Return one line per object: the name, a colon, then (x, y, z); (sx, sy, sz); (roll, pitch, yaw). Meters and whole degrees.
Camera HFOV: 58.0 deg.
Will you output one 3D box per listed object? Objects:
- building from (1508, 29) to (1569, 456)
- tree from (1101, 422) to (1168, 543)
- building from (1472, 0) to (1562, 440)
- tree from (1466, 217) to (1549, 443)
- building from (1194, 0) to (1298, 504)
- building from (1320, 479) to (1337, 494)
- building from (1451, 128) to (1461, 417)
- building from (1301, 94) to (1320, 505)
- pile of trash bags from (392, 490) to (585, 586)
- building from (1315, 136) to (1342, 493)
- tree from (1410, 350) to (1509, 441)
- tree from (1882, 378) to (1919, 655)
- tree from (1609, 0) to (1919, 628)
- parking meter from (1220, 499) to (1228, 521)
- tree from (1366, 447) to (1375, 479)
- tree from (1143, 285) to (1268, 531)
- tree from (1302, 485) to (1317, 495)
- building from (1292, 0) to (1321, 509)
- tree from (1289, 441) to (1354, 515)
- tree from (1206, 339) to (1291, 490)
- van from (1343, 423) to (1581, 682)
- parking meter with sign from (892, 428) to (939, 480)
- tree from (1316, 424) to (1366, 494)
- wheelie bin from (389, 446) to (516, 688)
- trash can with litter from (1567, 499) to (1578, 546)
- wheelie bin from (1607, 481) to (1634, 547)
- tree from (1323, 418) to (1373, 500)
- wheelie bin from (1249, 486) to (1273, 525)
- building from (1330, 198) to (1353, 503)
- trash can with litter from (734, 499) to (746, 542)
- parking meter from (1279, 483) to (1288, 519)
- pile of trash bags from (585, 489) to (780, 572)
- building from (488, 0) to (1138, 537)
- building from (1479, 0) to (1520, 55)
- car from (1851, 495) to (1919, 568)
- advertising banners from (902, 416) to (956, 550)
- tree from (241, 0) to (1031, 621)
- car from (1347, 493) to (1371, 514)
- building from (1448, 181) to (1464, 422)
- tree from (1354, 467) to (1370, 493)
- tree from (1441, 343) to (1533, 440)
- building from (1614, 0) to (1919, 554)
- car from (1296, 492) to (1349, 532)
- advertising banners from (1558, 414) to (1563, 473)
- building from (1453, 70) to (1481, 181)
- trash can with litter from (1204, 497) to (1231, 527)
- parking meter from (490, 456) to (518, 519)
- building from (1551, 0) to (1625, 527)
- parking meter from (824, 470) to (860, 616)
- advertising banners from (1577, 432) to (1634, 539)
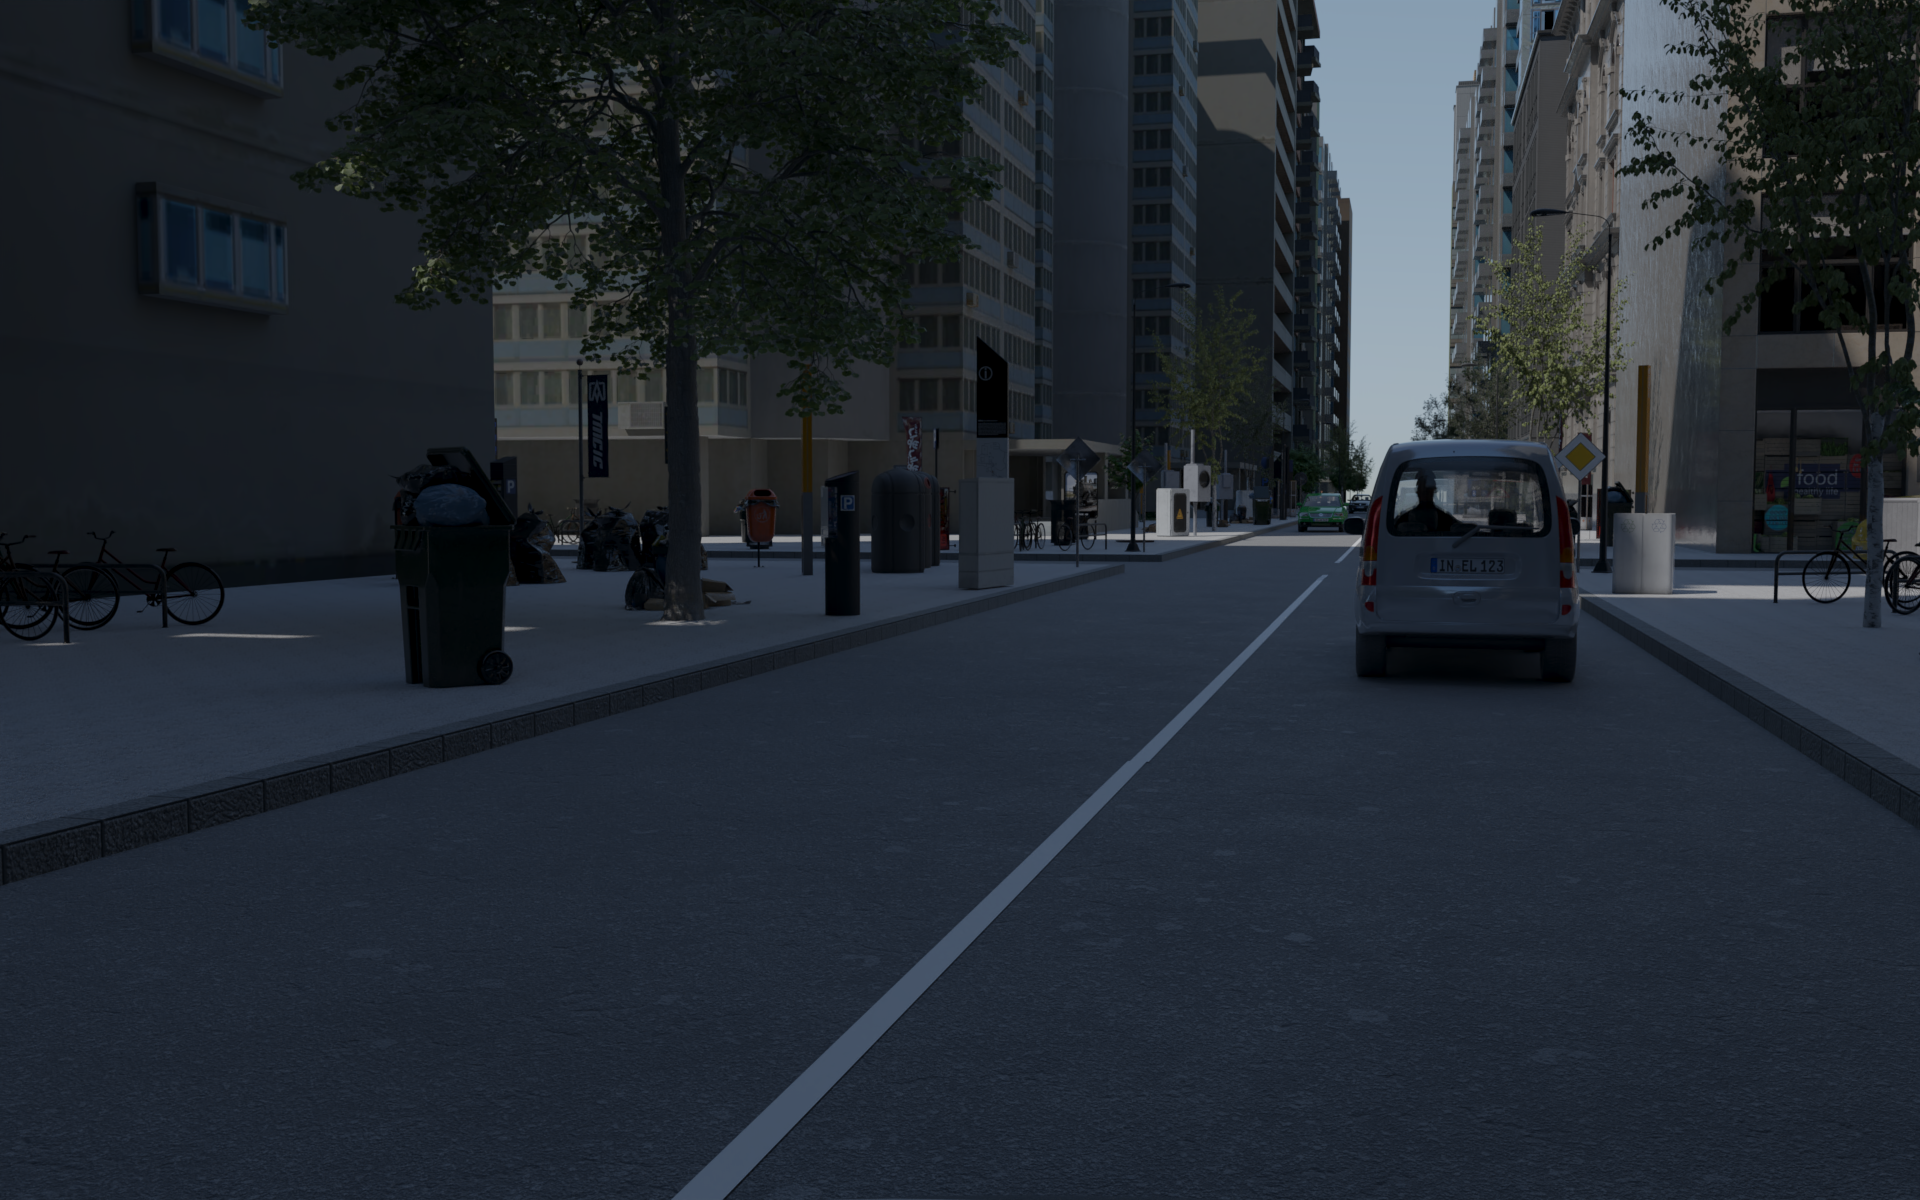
building: (38.002, -18.408, 94.485); (14.314, 27.812, 24.014); (1, 4, 14)
tree: (4.531, -3.150, 46.109); (1.663, 3.219, 1.824); (0, 3, 0)
building: (51.348, -50.014, 130.399); (22.319, 86.520, 31.000); (1, 4, 14)
tree: (15.808, -5.881, 46.518); (4.737, 8.622, 4.395); (0, 3, 0)
building: (12.518, -30.595, 123.929); (21.300, 48.544, 21.600); (1, 4, 14)
building: (29.300, -31.652, 209.390); (32.217, 40.220, 23.993); (1, 4, 14)
building: (69.766, -35.723, 203.671); (23.786, 49.044, 30.456); (1, 4, 14)
building: (27.496, -29.724, 169.580); (14.154, 41.232, 14.086); (1, 4, 14)
pile of trash bags: (-7.326, -0.953, 25.331); (3.447, 1.369, 1.912); (3, 5, 44)
building: (39.822, -37.623, 234.749); (23.786, 49.044, 30.456); (1, 4, 14)
tree: (33.485, -10.942, 113.320); (8.767, 10.594, 7.601); (2, 4, 26)
tree: (7.839, -1.123, 12.960); (1.663, 3.219, 1.824); (0, 3, 0)
tree: (8.552, -4.040, 16.421); (4.737, 8.622, 4.395); (0, 3, 0)
parking meter: (12.577, -4.531, 82.492); (0.372, 1.533, 0.369); (0, 3, 0)
tree: (61.197, -19.205, 264.367); (4.360, 8.622, 3.978); (0, 3, 0)
tree: (8.634, -6.713, 60.120); (4.737, 8.622, 4.395); (0, 3, 0)
tree: (25.171, -8.035, 125.977); (1.663, 3.219, 1.824); (0, 3, 0)
building: (19.220, -30.238, 149.017); (22.147, 44.769, 28.867); (1, 4, 14)
tree: (20.957, -7.519, 106.648); (4.285, 4.588, 4.351); (0, 3, 0)
tree: (13.530, -7.989, 80.987); (4.360, 8.622, 3.978); (0, 3, 0)
van: (4.260, -0.471, 14.720); (2.013, 2.044, 4.112); (1, 4, 15)
parking meter with sign: (-1.445, -3.032, 45.832); (1.738, 3.016, 0.543); (0, 4, -8)
tree: (39.102, -14.040, 179.914); (4.360, 8.622, 3.978); (0, 3, 0)
wheelie bin: (-3.424, -0.231, 11.680); (0.693, 1.594, 0.980); (-3, 5, -39)
trash can with litter: (14.133, -1.815, 41.069); (0.624, 1.170, 1.055); (-2, 4, -31)
wheelie bin: (16.058, -2.105, 42.324); (0.693, 1.594, 0.980); (1, 4, 13)
tree: (37.355, -13.316, 168.075); (4.737, 8.622, 4.395); (0, 3, 0)
wheelie bin: (12.856, -4.013, 73.517); (0.693, 1.594, 0.980); (-2, 4, -27)
building: (50.429, -37.044, 255.772); (14.600, 45.320, 14.200); (1, 4, 14)
trash can with litter: (-5.529, -2.117, 45.998); (0.624, 1.170, 1.055); (1, 4, 15)
parking meter: (16.642, -5.097, 89.042); (0.399, 1.863, 0.255); (0, 4, 5)
pile of trash bags: (-4.813, -1.222, 29.729); (3.447, 1.369, 1.912); (-1, 4, -16)
building: (-10.481, -22.669, 62.513); (32.217, 40.220, 23.993); (1, 4, 14)
building: (59.663, -33.137, 161.400); (23.786, 49.044, 30.456); (1, 4, 14)
car: (17.947, -1.237, 30.452); (3.980, 1.641, 2.015); (1, 4, 13)
advertising banners: (-0.426, -2.646, 39.453); (2.074, 3.025, 0.090); (-2, 4, -32)
tree: (-3.143, -6.087, 17.642); (7.486, 12.596, 7.792); (0, 3, 0)
car: (29.343, -7.143, 126.570); (2.009, 1.686, 4.222); (1, 4, 15)
building: (71.196, -33.205, 226.494); (14.154, 41.232, 14.086); (1, 4, 14)
tree: (38.442, -11.612, 173.572); (4.285, 4.588, 4.351); (0, 3, 0)
tree: (24.950, -8.036, 81.758); (4.360, 8.622, 3.978); (0, 3, 0)
building: (35.134, -14.498, 41.558); (34.151, 26.468, 19.350); (1, 4, 14)
car: (13.934, -3.525, 66.437); (1.959, 1.807, 4.718); (1, 4, 14)
advertising banners: (13.304, -2.600, 38.693); (0.090, 3.025, 2.074); (1, 4, 14)
building: (80.445, -43.021, 245.389); (21.231, 58.520, 28.212); (1, 4, 14)
trash can with litter: (9.986, -3.401, 67.001); (1.055, 1.170, 0.624); (3, 5, 40)
parking meter: (-7.053, -1.289, 26.793); (0.255, 1.863, 0.399); (2, 4, 25)
building: (32.265, -17.349, 71.053); (14.401, 28.519, 23.554); (1, 4, 14)
parking meter: (-1.245, -0.608, 18.346); (0.372, 1.533, 0.369); (0, 3, 0)
advertising banners: (18.452, -3.263, 49.544); (2.074, 3.025, 0.090); (-1, 4, -22)
